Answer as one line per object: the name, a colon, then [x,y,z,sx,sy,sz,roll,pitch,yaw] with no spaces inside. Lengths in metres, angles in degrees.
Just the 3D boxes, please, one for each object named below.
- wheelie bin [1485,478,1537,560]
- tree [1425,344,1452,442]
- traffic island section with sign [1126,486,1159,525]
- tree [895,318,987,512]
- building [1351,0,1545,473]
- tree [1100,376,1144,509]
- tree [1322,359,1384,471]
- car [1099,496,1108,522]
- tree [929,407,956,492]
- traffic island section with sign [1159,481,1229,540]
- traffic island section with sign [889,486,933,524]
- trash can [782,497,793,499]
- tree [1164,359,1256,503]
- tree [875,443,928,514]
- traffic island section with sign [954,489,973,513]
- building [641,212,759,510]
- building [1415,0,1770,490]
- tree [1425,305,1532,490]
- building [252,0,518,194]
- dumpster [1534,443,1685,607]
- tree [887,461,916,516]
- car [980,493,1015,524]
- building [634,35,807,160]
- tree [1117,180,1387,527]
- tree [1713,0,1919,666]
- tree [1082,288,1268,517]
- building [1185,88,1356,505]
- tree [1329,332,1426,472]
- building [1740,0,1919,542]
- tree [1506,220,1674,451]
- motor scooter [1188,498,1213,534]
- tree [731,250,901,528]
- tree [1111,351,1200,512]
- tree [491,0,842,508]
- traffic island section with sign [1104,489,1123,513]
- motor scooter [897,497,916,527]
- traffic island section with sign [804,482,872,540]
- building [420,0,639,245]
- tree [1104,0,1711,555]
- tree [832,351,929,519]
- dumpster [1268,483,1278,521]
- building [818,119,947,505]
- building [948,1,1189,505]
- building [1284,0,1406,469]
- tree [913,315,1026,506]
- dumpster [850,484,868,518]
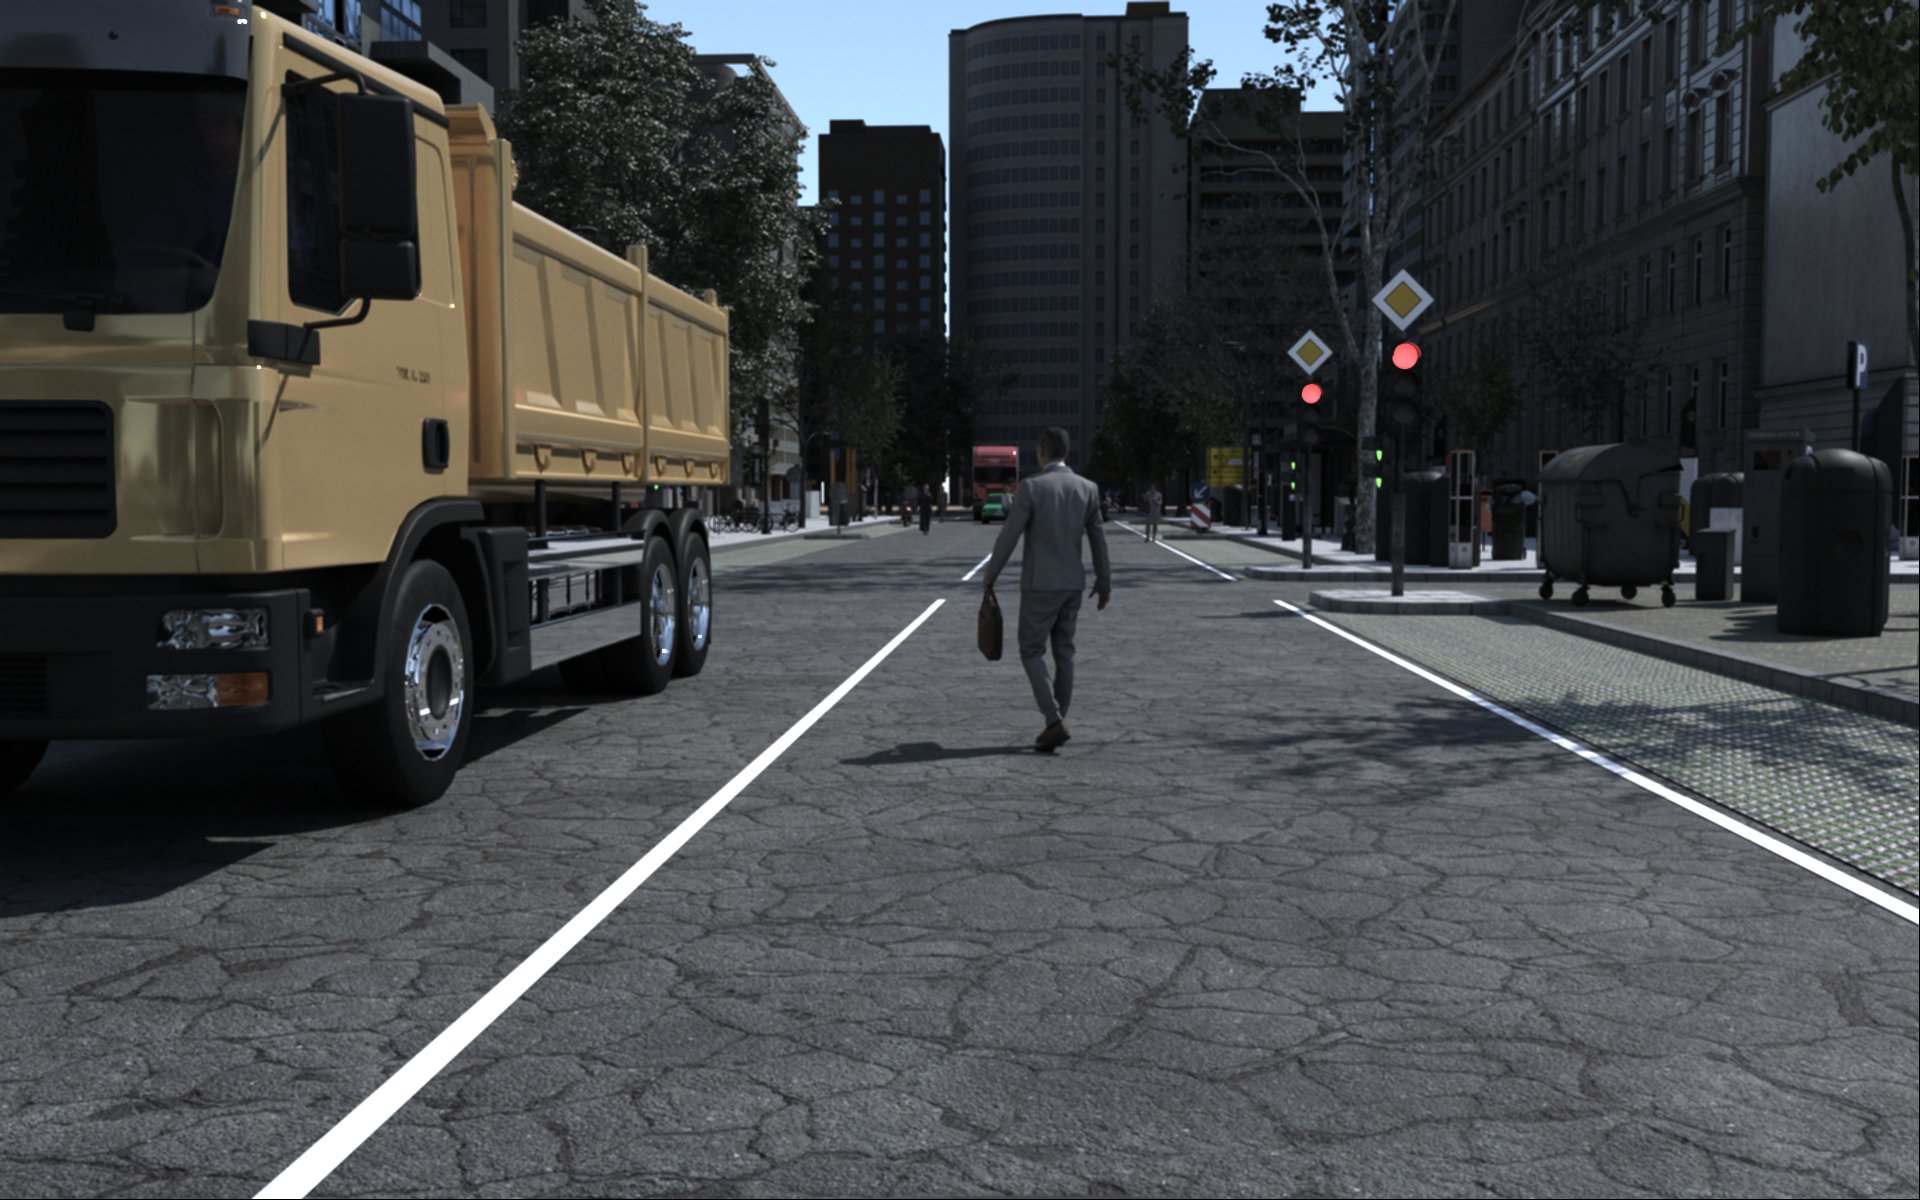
wheelie bin: [10.754,-1.586,33.841,0.980,1.594,0.693,1,4,22]
tree: [21.166,-8.055,82.058,4.360,8.622,3.978,0,3,0]
traffic island section with sign: [8.985,-4.468,81.678,1.989,1.847,2.006,0,4,3]
tree: [-2.699,-13.309,124.258,9.857,13.997,8.962,0,3,0]
building: [43.393,-26.197,120.204,32.217,40.220,23.993,0,4,3]
tree: [15.965,-13.873,152.579,9.928,11.665,9.643,0,3,0]
tree: [21.321,-8.751,93.446,4.737,8.622,4.395,0,3,0]
car: [6.691,-4.687,89.220,1.945,1.354,3.894,0,4,1]
tree: [-1.770,-11.619,140.325,4.737,8.622,4.395,0,3,0]
traffic island section with sign: [7.415,-2.813,54.612,1.989,1.847,2.006,0,4,3]
traffic island section with sign: [-2.284,-4.494,82.104,1.989,1.847,2.006,0,4,3]
trash can: [-9.678,-5.247,97.446,0.748,1.137,0.748,0,3,0]
tree: [12.361,-8.300,86.068,4.737,8.622,4.395,0,3,0]
tree: [-3.750,-7.783,110.961,4.285,4.588,4.351,0,3,0]
traffic island section with sign: [0.605,-7.552,132.101,1.989,1.847,2.006,0,4,3]
building: [-30.422,-16.917,121.626,27.650,21.520,28.899,0,4,3]
building: [32.464,-17.938,90.557,12.463,27.353,25.104,0,4,3]
tree: [20.543,-7.197,68.038,4.737,8.622,4.395,0,3,0]
building: [-29.206,-45.609,58.378,22.319,86.520,31.000,0,4,3]
dumpster: [7.625,-0.893,20.365,1.264,1.857,1.865,0,4,3]
tree: [-3.576,-6.498,100.842,1.663,3.219,1.824,0,3,0]
car: [2.002,-4.592,83.869,1.959,1.807,4.718,0,4,4]
building: [-26.694,-28.187,152.737,23.993,40.220,32.217,0,4,3]
tree: [11.209,-9.585,67.083,12.009,13.543,11.850,0,3,0]
tree: [7.233,-3.796,12.427,4.737,8.622,4.395,0,3,0]
tree: [12.428,-11.003,96.914,9.611,12.733,9.660,0,3,0]
building: [37.927,-35.882,210.373,21.600,48.544,21.300,0,4,3]
tree: [18.422,-7.736,76.846,4.360,8.622,3.978,0,3,0]
building: [32.875,-11.154,46.995,19.286,19.102,10.561,0,4,3]
tree: [17.085,-5.937,47.432,4.360,8.622,3.978,0,3,0]
motor scooter: [7.912,-2.699,56.902,0.815,1.314,1.986,0,4,2]
tree: [-5.693,-8.020,65.539,7.601,10.594,8.767,-2,4,-28]
tree: [14.310,-12.385,120.616,7.486,12.596,7.792,0,3,0]
tree: [-7.872,-8.392,43.869,9.857,13.997,8.962,0,3,0]
traffic island section with sign: [11.852,-7.514,131.483,1.989,1.847,2.006,0,4,3]
motor scooter: [-2.337,-3.866,75.980,0.815,1.314,1.986,0,4,2]
traffic island section with sign: [-3.844,-2.838,55.034,1.989,1.847,2.006,0,4,3]
building: [-25.333,-19.493,90.413,14.160,30.474,14.107,0,4,3]
tree: [9.509,-11.109,37.520,12.611,20.169,13.585,0,3,0]
tree: [-4.462,-8.515,89.589,4.737,8.622,4.395,0,3,0]
dumpster: [15.665,-4.776,83.839,1.264,1.857,1.865,0,4,3]
building: [-9.088,-34.257,210.217,14.200,45.320,14.600,0,4,3]
building: [12.911,-40.986,212.126,28.212,58.520,21.231,0,4,3]
building: [41.093,-51.011,146.701,22.319,86.520,31.000,0,4,3]
tree: [1.270,-19.887,181.034,12.611,20.169,13.585,0,3,0]
dumpster: [-5.768,-5.447,94.825,1.264,1.857,1.865,0,4,3]
